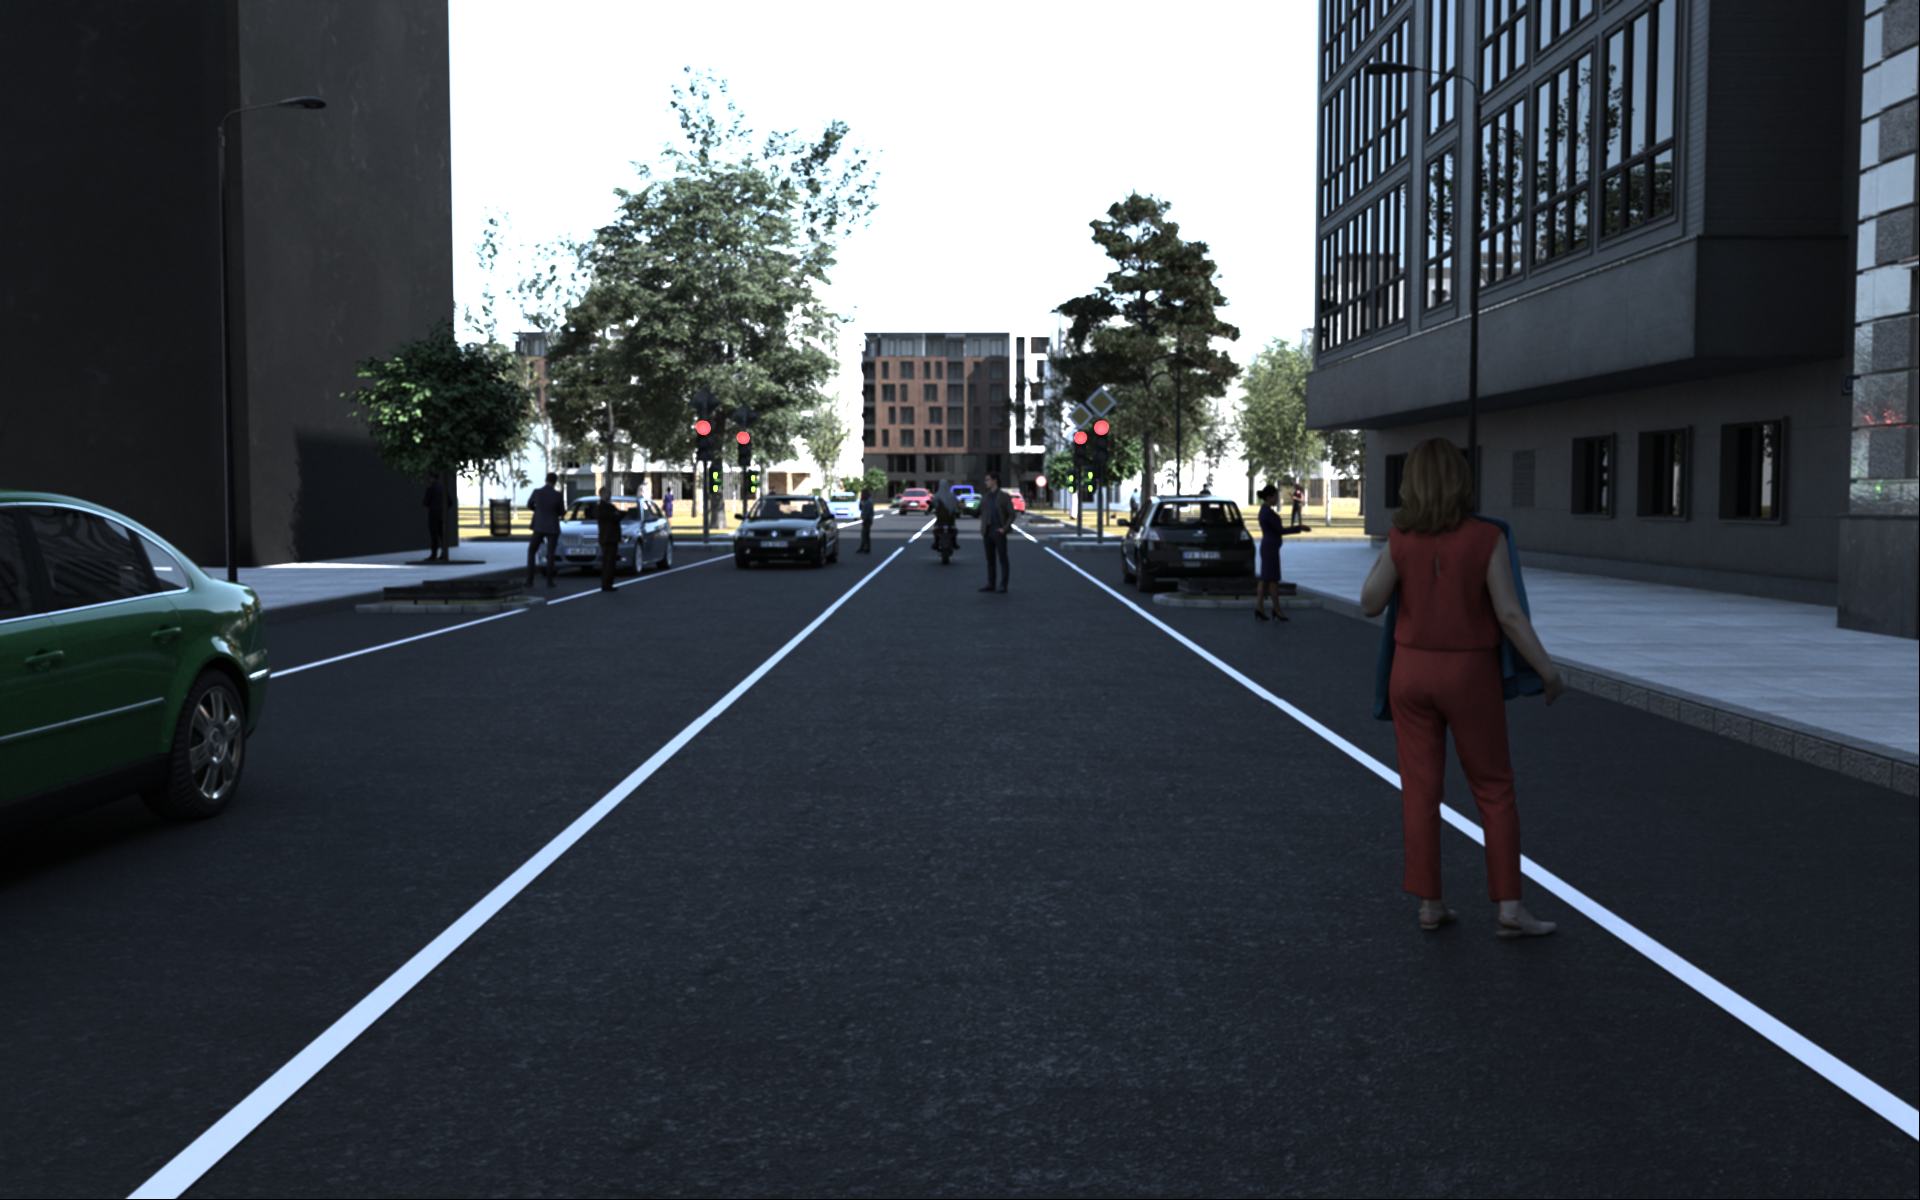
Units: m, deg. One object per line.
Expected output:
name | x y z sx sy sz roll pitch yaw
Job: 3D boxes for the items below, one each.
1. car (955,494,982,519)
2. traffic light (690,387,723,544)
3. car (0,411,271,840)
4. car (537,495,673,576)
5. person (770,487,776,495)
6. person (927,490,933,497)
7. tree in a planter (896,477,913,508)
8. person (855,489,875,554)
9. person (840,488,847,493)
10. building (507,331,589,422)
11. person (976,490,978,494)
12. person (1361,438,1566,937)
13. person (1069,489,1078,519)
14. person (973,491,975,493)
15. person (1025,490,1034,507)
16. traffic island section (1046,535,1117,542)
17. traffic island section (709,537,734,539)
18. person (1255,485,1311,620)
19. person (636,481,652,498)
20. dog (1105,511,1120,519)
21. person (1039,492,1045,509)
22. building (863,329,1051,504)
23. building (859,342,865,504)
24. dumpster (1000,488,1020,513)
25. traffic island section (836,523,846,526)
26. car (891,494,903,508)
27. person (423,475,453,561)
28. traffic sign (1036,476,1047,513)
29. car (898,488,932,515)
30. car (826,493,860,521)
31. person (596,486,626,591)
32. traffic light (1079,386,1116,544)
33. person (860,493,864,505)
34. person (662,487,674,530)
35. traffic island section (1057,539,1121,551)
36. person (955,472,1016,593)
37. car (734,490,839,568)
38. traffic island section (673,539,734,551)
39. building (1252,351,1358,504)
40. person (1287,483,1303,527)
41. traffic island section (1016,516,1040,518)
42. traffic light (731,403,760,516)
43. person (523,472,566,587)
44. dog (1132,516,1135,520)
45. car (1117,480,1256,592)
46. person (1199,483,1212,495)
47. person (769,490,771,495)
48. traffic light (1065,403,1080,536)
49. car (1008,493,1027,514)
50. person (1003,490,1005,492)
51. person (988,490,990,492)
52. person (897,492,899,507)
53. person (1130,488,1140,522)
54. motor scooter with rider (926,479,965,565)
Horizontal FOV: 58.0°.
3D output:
car | 0.635 -5.547 102.488 2.131 1.459 4.920 0 4 1
traffic light | -6.555 -3.394 44.744 0.839 4.213 0.868 0 4 0
car | -4.215 0.151 6.328 1.959 1.807 4.718 0 4 2
car | -6.458 -1.221 31.958 2.014 1.417 4.499 0 4 2
person | -11.710 -6.249 108.917 0.576 1.737 0.504 2 4 28
person | -2.758 -8.653 150.058 1.350 1.814 0.705 1 4 20
tree in a planter | -5.891 -11.326 182.404 1.991 3.239 1.994 0 4 0
person | -2.265 -1.891 41.631 0.429 1.552 0.499 1 4 13
person | -9.200 -7.967 136.856 0.990 1.755 0.434 1 4 12
building | -40.425 -23.489 228.024 32.646 21.610 27.936 0 4 0
person | 1.699 -10.351 177.756 0.705 1.822 1.348 2 4 24
person | 1.647 0.273 5.736 0.444 1.614 0.593 -2 4 -34
person | 5.783 -4.973 88.020 0.551 1.740 0.621 1 4 16
person | 1.178 -8.883 154.650 0.530 1.710 0.541 2 4 24
person | 7.091 -10.327 175.612 0.721 1.743 1.217 -3 5 -43
traffic island section | 3.668 -1.868 52.830 2.009 0.180 2.903 0 4 0
traffic island section | -6.573 -1.870 52.863 2.009 0.180 2.903 0 4 0
person | 3.625 -0.537 19.643 0.546 1.535 0.453 -1 4 -21
person | -10.872 -3.237 59.642 0.551 1.740 0.621 -1 4 -8
dog | 7.999 -4.462 90.694 0.550 0.427 0.748 -3 4 -38
person | 7.096 -8.608 149.968 0.628 1.438 0.799 -3 5 -43
building | 4.106 -23.520 228.524 32.646 21.610 27.936 0 4 0
building | -17.926 -22.355 221.919 11.380 20.091 16.016 0 4 0
dumpster | 3.642 -7.552 131.697 1.865 1.857 1.264 0 4 -1
traffic island section | -6.183 -3.401 78.464 1.991 0.108 1.994 0 4 0
car | -6.025 -10.193 178.453 2.131 1.459 4.920 0 4 0
person | -10.179 -1.638 33.536 0.504 1.737 0.576 1 4 17
traffic sign | 5.652 -7.359 120.426 0.768 2.556 0.104 0 4 2
car | -3.027 -6.691 118.076 2.281 1.827 5.304 0 4 2
car | -6.280 -5.126 93.407 1.945 1.707 3.694 0 4 -1
person | -5.182 -0.915 25.734 0.388 1.546 0.482 1 4 10
traffic light | 3.606 -3.394 44.732 0.839 4.213 0.868 0 4 0
person | -10.632 -11.178 189.600 0.445 1.727 0.742 2 4 31
person | -10.314 -3.203 60.776 0.546 1.535 0.453 1 4 20
traffic island section | 3.646 -1.380 44.845 2.009 0.180 2.903 0 4 0
person | 0.373 -0.994 25.290 0.750 1.759 0.617 -2 4 -35
car | -3.462 -1.538 34.927 2.009 1.686 4.222 0 4 2
traffic island section | -6.595 -1.382 44.878 2.009 0.180 2.903 0 4 0
building | 36.736 -21.765 222.313 31.486 18.905 16.747 0 4 0
person | 11.462 -3.165 59.255 0.593 1.643 0.415 1 4 22
traffic island section | 3.810 -5.040 105.271 1.991 0.108 1.994 0 4 0
traffic light | -6.533 -3.883 52.729 0.839 4.213 0.868 0 4 0
person | -6.440 -1.094 26.834 0.683 1.767 0.568 0 4 -8
dog | 5.323 -2.013 49.750 0.800 0.831 0.513 0 4 2
car | 3.472 -1.039 26.775 2.009 1.686 4.222 0 4 1
person | 10.450 -4.106 73.888 0.576 1.737 0.504 -1 4 -10
person | -13.058 -6.797 119.380 0.569 1.553 0.471 -3 4 -36
traffic light | 3.628 -3.882 52.717 0.839 4.213 0.868 0 4 0
car | 3.694 -6.971 123.016 2.155 1.783 4.494 0 4 2
person | 3.232 -7.327 129.230 0.436 1.711 0.756 3 5 42
person | 2.222 -7.635 134.265 0.756 1.711 0.436 0 4 2
person | -6.486 -10.763 185.176 0.721 1.736 1.217 0 4 1
person | 7.248 -3.902 72.047 0.499 1.552 0.429 0 4 7
motor scooter with rider | -0.271 -1.643 35.825 0.876 1.779 1.986 0 4 -1
